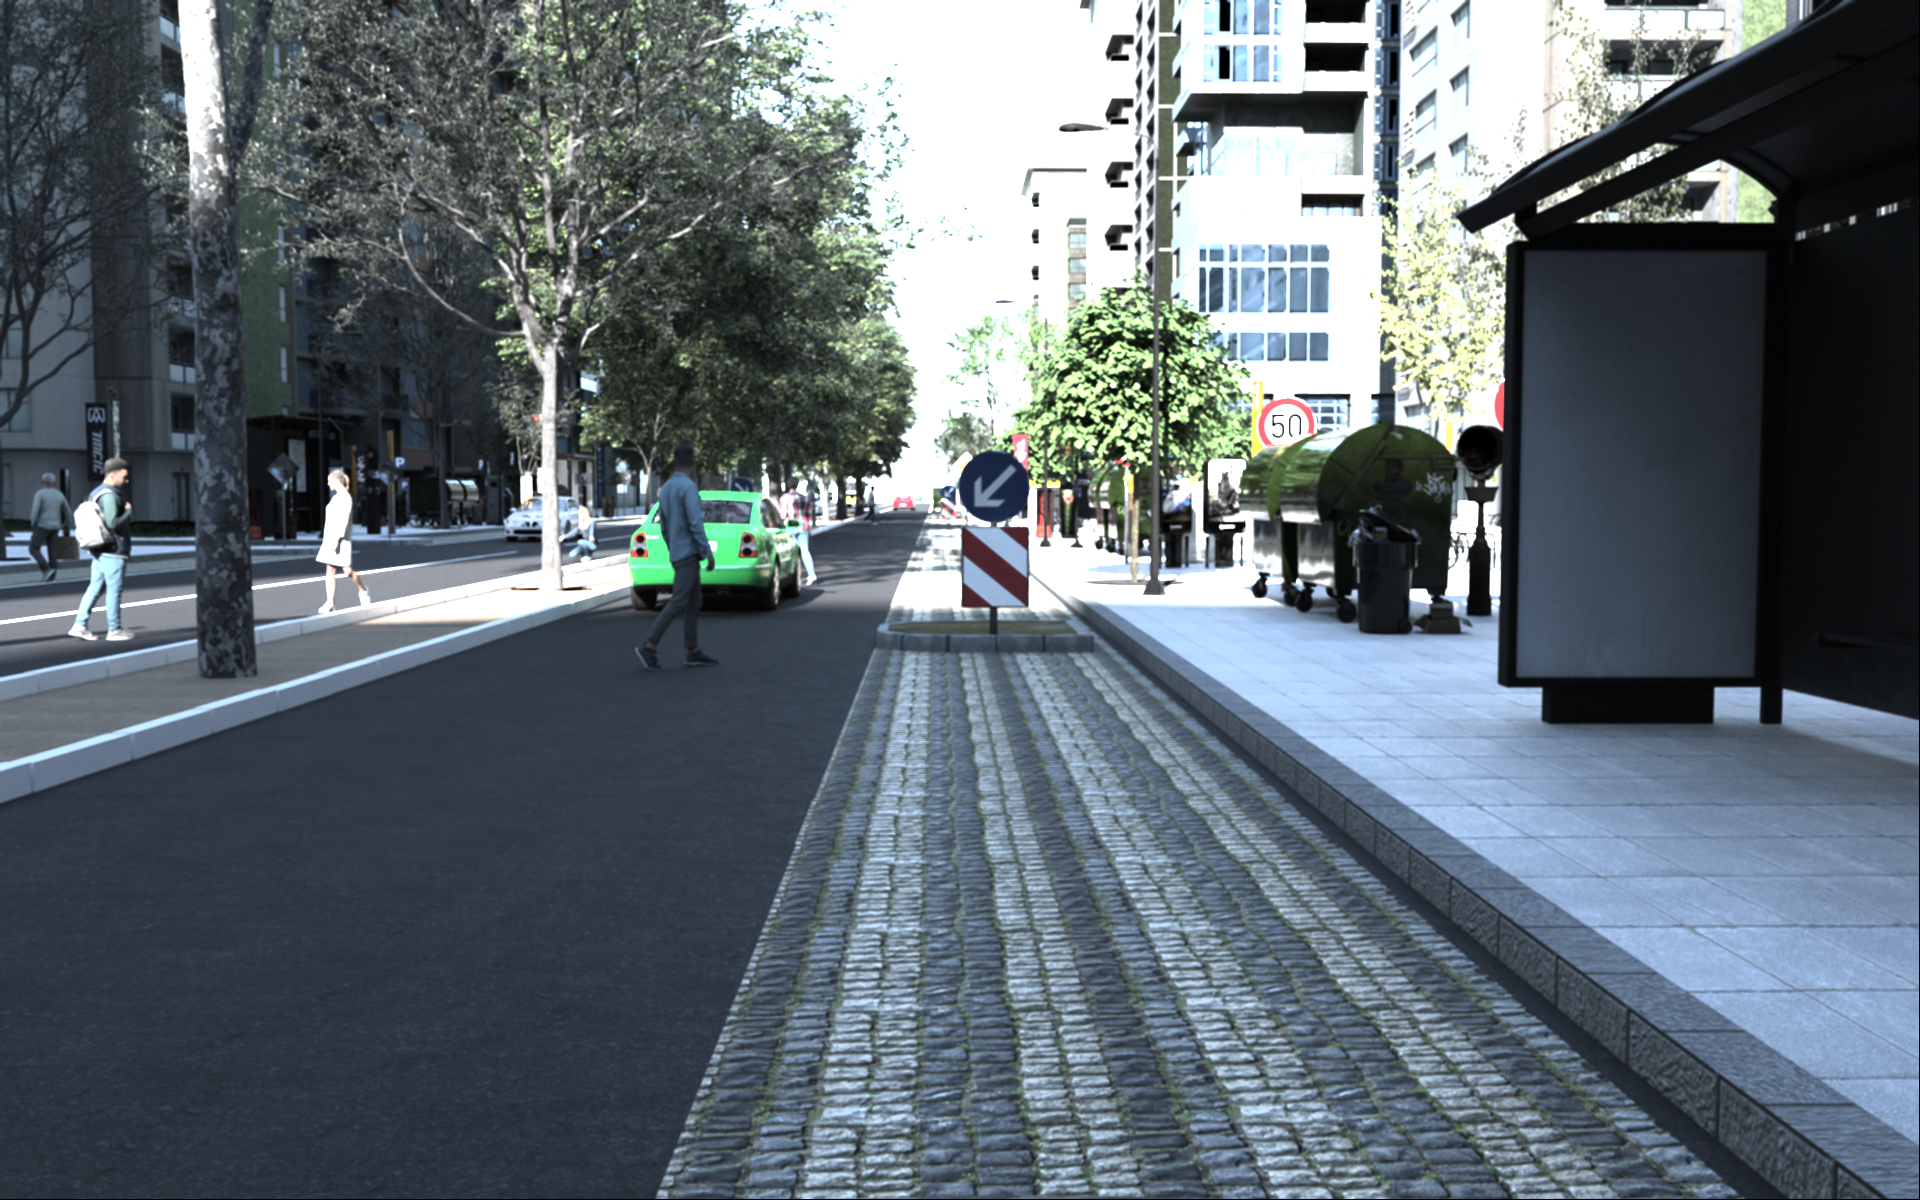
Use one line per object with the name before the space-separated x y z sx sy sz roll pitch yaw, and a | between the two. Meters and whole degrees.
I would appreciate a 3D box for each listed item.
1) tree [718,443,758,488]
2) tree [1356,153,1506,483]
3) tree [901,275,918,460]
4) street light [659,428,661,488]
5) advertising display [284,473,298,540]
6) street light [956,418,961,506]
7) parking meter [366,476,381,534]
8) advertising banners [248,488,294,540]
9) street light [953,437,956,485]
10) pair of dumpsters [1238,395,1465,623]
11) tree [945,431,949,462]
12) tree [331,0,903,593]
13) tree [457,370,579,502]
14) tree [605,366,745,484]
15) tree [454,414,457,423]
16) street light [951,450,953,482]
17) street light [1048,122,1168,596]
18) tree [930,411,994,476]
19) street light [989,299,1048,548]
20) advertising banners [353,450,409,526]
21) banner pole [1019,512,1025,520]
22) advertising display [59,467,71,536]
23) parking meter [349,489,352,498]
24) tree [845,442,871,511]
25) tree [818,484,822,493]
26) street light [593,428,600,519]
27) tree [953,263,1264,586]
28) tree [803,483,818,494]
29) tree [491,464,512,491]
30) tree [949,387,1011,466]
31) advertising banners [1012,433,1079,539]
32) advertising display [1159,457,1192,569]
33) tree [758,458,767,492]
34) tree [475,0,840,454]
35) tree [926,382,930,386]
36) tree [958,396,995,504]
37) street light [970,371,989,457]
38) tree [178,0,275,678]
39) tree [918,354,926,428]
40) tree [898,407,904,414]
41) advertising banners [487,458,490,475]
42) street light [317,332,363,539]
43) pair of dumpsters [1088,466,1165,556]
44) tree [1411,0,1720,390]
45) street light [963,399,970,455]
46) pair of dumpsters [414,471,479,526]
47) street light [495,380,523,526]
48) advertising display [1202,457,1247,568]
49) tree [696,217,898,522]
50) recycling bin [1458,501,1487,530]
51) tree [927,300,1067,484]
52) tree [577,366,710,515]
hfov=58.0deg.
tree | -21.144 -12.428 153.567 4.737 8.622 4.395 0 3 0
tree | 10.398 -5.335 37.597 4.737 8.622 4.395 0 3 0
tree | -6.007 -9.006 56.354 9.857 13.997 8.962 0 3 0
street light | -18.578 -8.433 110.425 1.470 5.913 1.316 0 4 -1
advertising display | -18.957 -2.681 49.054 0.123 1.923 0.974 -2 4 -35
street light | 0.643 -8.067 104.431 1.470 5.913 1.316 0 4 -1
parking meter | -18.736 -3.036 55.352 0.399 1.863 0.255 1 4 23
advertising banners | -19.652 -3.188 48.306 2.074 3.025 0.090 0 4 1
street light | 0.450 -9.260 123.940 1.470 5.913 1.316 0 4 -1
pair of dumpsters | 4.232 -1.021 19.183 1.574 2.255 4.437 0 4 -1
tree | 0.904 -12.551 155.578 4.360 8.622 3.978 0 3 0
tree | -6.063 -6.881 25.325 12.009 13.543 11.850 0 3 0
tree | -19.666 -7.847 78.662 4.360 8.622 3.978 0 3 0
tree | -19.413 -12.278 117.747 9.611 12.733 9.660 0 3 0
tree | -28.513 -9.452 104.903 4.360 8.622 3.978 0 3 0
street light | 0.252 -10.293 140.825 1.470 5.913 1.316 0 4 -1
street light | 1.925 -3.012 21.792 1.470 5.913 1.316 0 4 -1
tree | 1.131 -15.573 189.032 7.601 10.594 8.767 3 5 42
street light | 1.512 -4.211 41.391 1.470 5.913 1.316 0 4 -1
advertising banners | -23.329 -4.501 69.774 2.074 3.025 0.090 -1 4 -14
banner pole | 2.814 -5.880 86.147 0.863 3.779 0.401 2 4 30
advertising display | -21.195 -2.192 41.047 0.123 1.923 0.974 -1 4 -22
parking meter | -26.516 -4.110 75.615 0.372 1.533 0.369 0 3 0
tree | -6.860 -9.241 103.907 4.360 8.622 3.978 0 3 0
tree | -22.573 -16.998 272.519 1.663 3.219 1.824 0 3 0
street light | -18.384 -7.182 89.963 1.470 5.913 1.316 0 4 -1
tree | 2.541 -2.504 24.655 4.285 4.588 4.351 0 3 0
tree | -21.554 -15.283 244.479 1.663 3.219 1.824 0 3 0
tree | -29.270 -7.065 110.118 1.663 3.219 1.824 0 3 0
tree | 1.875 -10.215 117.378 4.360 8.622 3.978 0 3 0
advertising banners | 2.442 -3.275 49.738 2.074 3.025 0.090 2 4 24
advertising display | 3.718 -1.522 30.106 0.123 1.923 0.974 3 5 41
tree | -20.618 -13.443 170.149 4.737 8.622 4.395 0 3 0
tree | -5.952 -7.859 37.615 9.857 13.997 8.962 0 3 0
tree | -6.421 -12.345 110.946 9.857 13.997 8.962 0 3 0
tree | 0.137 -18.756 217.035 12.009 13.543 11.850 0 3 0
street light | 1.228 -5.680 65.416 1.470 5.913 1.316 0 4 -1
tree | -4.512 -9.405 12.119 12.611 20.169 13.585 0 3 0
tree | -6.568 -11.431 96.003 9.857 13.997 8.962 0 3 0
tree | -6.717 -10.196 87.288 7.486 12.596 7.792 0 3 0
advertising banners | -22.812 -5.409 84.625 0.090 3.025 2.074 0 4 1
street light | -17.758 -4.715 49.634 1.470 5.913 1.316 0 4 -1
pair of dumpsters | 3.764 -2.160 37.808 1.574 2.255 4.437 0 4 -1
tree | 9.049 -4.585 25.323 4.360 8.622 3.978 0 3 0
street light | 1.004 -6.874 84.925 1.470 5.913 1.316 0 4 -1
pair of dumpsters | -21.038 -4.190 70.999 1.574 2.255 4.437 0 4 -1
street light | -17.990 -5.938 69.633 1.470 5.913 1.316 0 4 -1
advertising display | 4.638 -1.536 30.333 0.974 1.923 0.123 -3 4 -37
tree | -6.408 -8.842 65.147 7.486 12.596 7.792 0 3 0
recycling bin | 18.235 -3.002 61.644 0.722 1.027 0.722 -1 4 -20
tree | 2.219 -10.142 91.581 9.928 11.665 9.643 0 3 0
tree | -19.061 -10.437 105.063 8.767 10.594 7.601 -1 4 -8
